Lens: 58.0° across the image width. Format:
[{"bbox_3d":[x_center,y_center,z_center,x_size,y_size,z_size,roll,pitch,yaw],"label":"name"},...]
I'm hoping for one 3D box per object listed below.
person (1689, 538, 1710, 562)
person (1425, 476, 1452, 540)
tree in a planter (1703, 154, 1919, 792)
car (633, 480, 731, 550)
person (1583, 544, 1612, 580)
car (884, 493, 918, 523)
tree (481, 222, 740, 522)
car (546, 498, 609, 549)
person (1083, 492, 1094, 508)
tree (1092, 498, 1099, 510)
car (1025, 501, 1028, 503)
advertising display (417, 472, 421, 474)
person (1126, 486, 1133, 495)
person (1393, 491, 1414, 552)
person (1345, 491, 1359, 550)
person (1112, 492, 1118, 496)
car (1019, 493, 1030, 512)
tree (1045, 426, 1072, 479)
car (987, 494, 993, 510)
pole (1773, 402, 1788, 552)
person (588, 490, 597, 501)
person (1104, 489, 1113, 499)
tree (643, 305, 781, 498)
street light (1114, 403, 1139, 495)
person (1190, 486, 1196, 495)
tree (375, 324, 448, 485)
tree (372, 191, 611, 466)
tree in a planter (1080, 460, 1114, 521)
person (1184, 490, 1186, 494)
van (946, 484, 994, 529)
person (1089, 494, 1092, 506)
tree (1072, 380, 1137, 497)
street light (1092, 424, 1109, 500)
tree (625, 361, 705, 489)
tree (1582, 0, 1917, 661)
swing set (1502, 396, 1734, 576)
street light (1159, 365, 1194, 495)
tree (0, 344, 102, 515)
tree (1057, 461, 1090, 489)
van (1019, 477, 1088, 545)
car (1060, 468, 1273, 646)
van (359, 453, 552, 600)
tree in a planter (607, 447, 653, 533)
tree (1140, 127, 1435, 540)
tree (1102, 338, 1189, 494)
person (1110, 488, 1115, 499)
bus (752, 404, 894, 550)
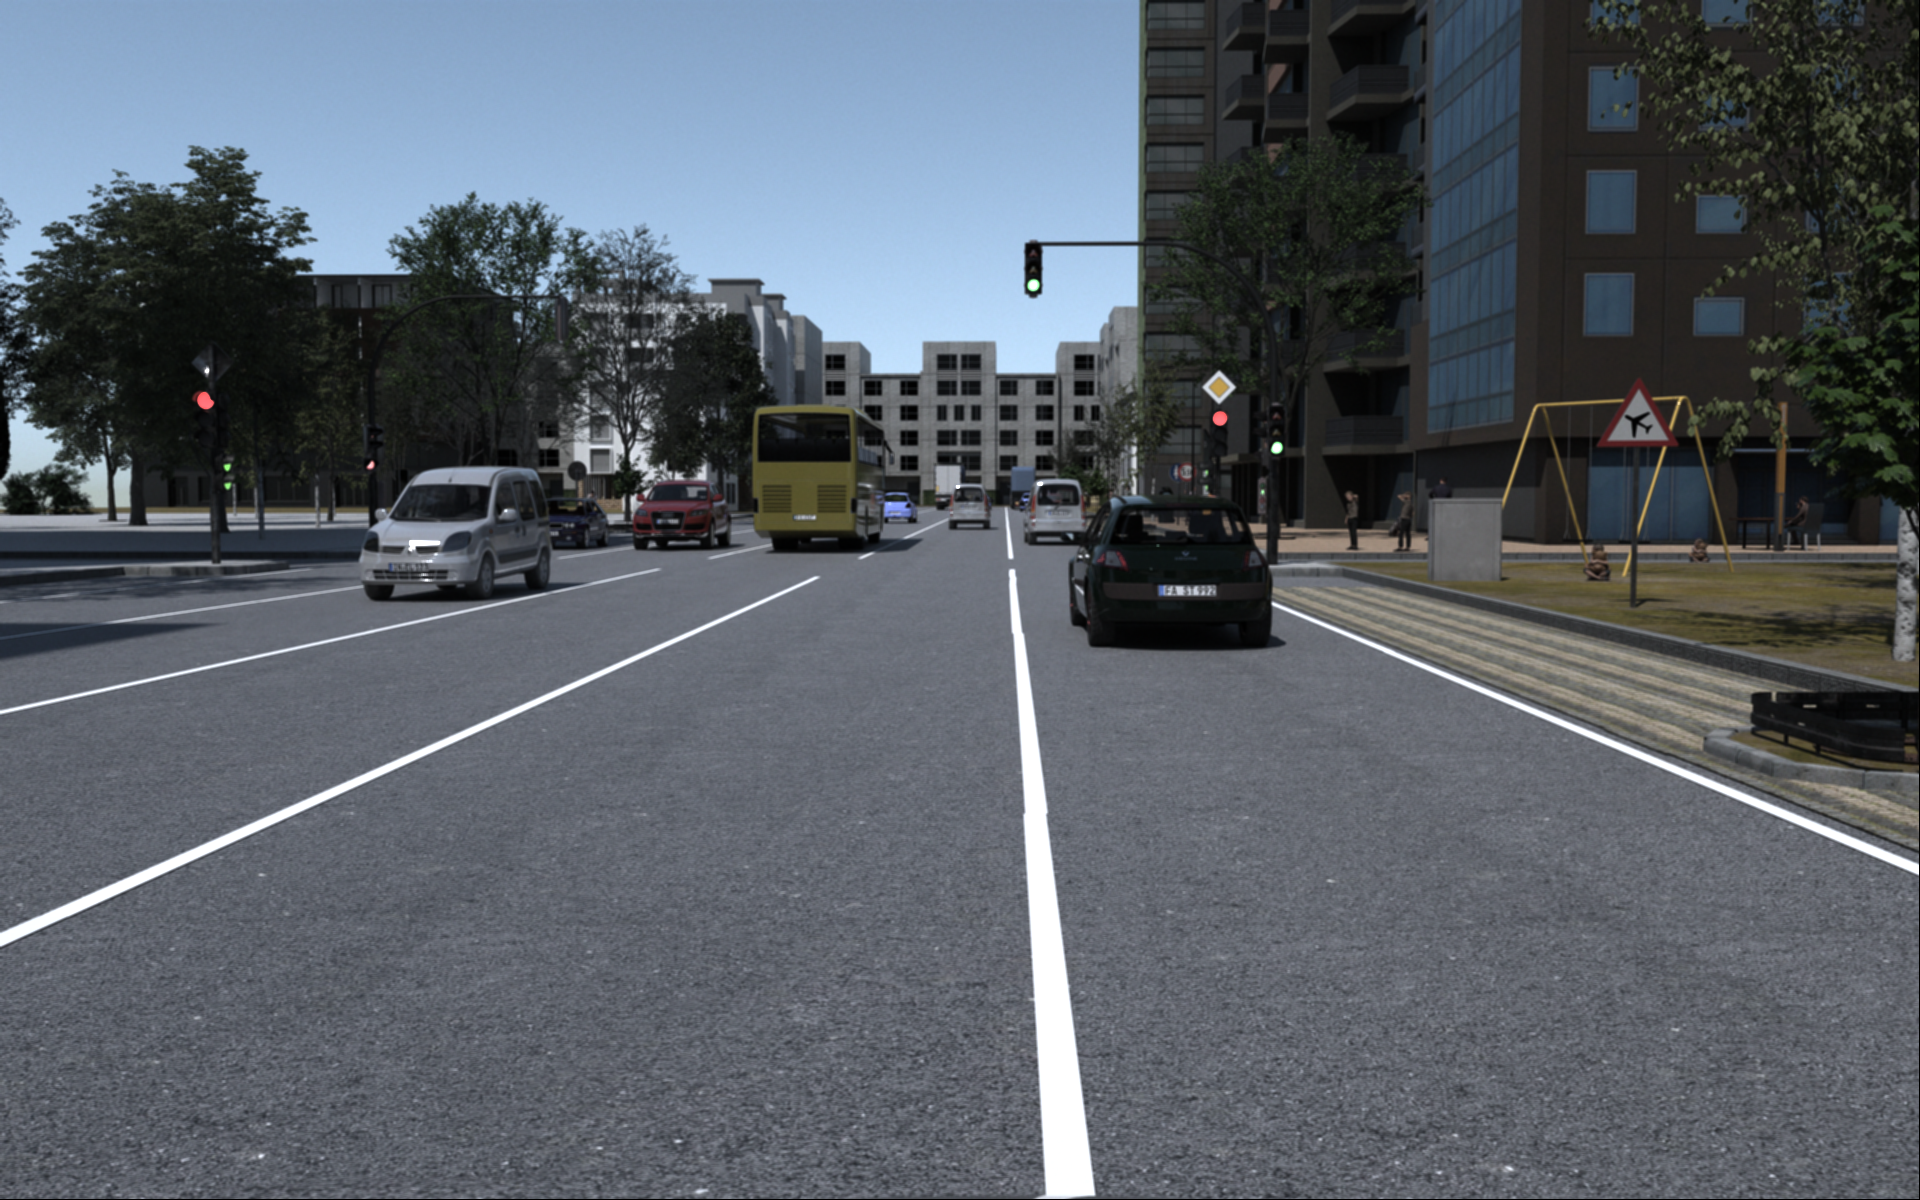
[{"bbox_3d":[14.917,-0.979,34.978,0.381,0.543,0.357,0,4,4],"label":"person"},{"bbox_3d":[13.219,-2.531,47.879,0.683,1.767,0.568,0,4,4],"label":"person"},{"bbox_3d":[5.087,-0.724,9.059,1.991,3.239,1.994,0,4,1],"label":"tree in a planter"},{"bbox_3d":[-7.368,-2.298,46.243,2.281,1.827,5.304,0,3,0],"label":"car"},{"bbox_3d":[9.460,-0.561,25.685,0.381,0.543,0.357,2,4,25],"label":"person"},{"bbox_3d":[-3.077,-4.686,86.207,1.945,1.707,3.694,0,4,3],"label":"car"},{"bbox_3d":[-15.108,-10.286,78.548,12.009,13.543,11.850,0,3,0],"label":"tree"},{"bbox_3d":[-10.518,-2.050,46.101,1.945,1.354,3.894,0,3,0],"label":"car"},{"bbox_3d":[11.756,-9.305,158.914,1.217,1.736,0.721,-2,4,-33],"label":"person"},{"bbox_3d":[11.239,-8.826,138.898,1.663,3.219,1.824,0,3,0],"label":"tree"},{"bbox_3d":[4.221,-4.609,84.398,2.155,1.783,4.494,0,4,1],"label":"car"},{"bbox_3d":[-15.206,-2.717,49.632,0.974,1.923,0.123,3,4,37],"label":"advertising display"},{"bbox_3d":[9.617,-5.604,98.391,0.376,1.734,0.841,0,4,4],"label":"person"},{"bbox_3d":[9.888,-1.751,38.585,0.340,1.345,0.435,3,4,36],"label":"person"},{"bbox_3d":[9.008,-1.824,39.771,0.340,1.345,0.435,-3,5,-41],"label":"person"},{"bbox_3d":[13.397,-8.791,149.790,0.705,1.822,1.348,-2,4,-27],"label":"person"},{"bbox_3d":[5.764,-8.097,141.983,1.945,1.707,3.694,0,4,2],"label":"car"},{"bbox_3d":[11.553,-14.223,182.907,4.360,8.622,3.978,0,3,0],"label":"tree"},{"bbox_3d":[2.001,-9.113,158.591,1.945,1.707,3.694,0,4,2],"label":"car"},{"bbox_3d":[18.267,-2.735,38.557,0.158,3.312,0.155,0,3,0],"label":"pole"},{"bbox_3d":[-15.209,-3.804,71.419,0.799,1.438,0.628,3,4,36],"label":"person"},{"bbox_3d":[12.528,-8.457,145.031,1.217,1.736,0.721,3,5,40],"label":"person"},{"bbox_3d":[-14.685,-11.517,105.313,9.611,12.733,9.660,0,3,0],"label":"tree"},{"bbox_3d":[8.510,-7.073,88.182,1.470,5.913,1.316,0,4,1],"label":"street light"},{"bbox_3d":[12.605,-5.276,93.244,0.436,1.711,0.756,0,4,3],"label":"person"},{"bbox_3d":[-23.711,-7.513,73.200,4.360,8.622,3.978,0,3,0],"label":"tree"},{"bbox_3d":[-15.897,-8.126,58.621,9.928,11.665,9.643,0,3,0],"label":"tree"},{"bbox_3d":[7.205,-5.742,91.105,1.991,3.239,1.994,0,4,1],"label":"tree in a planter"},{"bbox_3d":[10.622,-4.445,81.415,0.600,1.496,0.574,2,4,29],"label":"person"},{"bbox_3d":[0.409,-3.943,71.478,2.013,2.044,4.112,0,4,2],"label":"van"},{"bbox_3d":[13.589,-10.786,182.911,0.721,1.766,1.217,3,5,40],"label":"person"},{"bbox_3d":[9.742,-9.801,110.605,4.360,8.622,3.978,0,3,0],"label":"tree"},{"bbox_3d":[9.260,-8.672,114.330,1.470,5.913,1.316,0,4,1],"label":"street light"},{"bbox_3d":[-15.612,-8.704,92.670,4.360,8.622,3.978,0,3,0],"label":"tree"},{"bbox_3d":[7.250,-3.853,13.353,4.737,8.622,4.395,0,3,0],"label":"tree"},{"bbox_3d":[10.737,-1.921,29.025,2.862,2.851,3.119,-2,4,-32],"label":"swing set"},{"bbox_3d":[7.873,-5.505,62.551,1.470,5.913,1.316,0,4,1],"label":"street light"},{"bbox_3d":[-62.733,-12.369,104.047,13.155,14.587,18.604,3,5,40],"label":"tree"},{"bbox_3d":[11.329,-11.595,173.295,4.285,4.588,4.351,0,3,0],"label":"tree"},{"bbox_3d":[2.721,-2.625,49.933,2.013,2.044,4.112,0,4,0],"label":"van"},{"bbox_3d":[2.058,-0.482,17.674,2.009,1.686,4.222,0,4,0],"label":"car"},{"bbox_3d":[-7.158,-1.089,24.822,2.013,2.044,4.112,0,4,3],"label":"van"},{"bbox_3d":[-12.523,-4.153,65.125,1.991,3.239,1.994,0,4,1],"label":"tree in a planter"},{"bbox_3d":[9.129,-7.541,49.052,9.928,11.665,9.643,0,3,0],"label":"tree"},{"bbox_3d":[9.070,-8.054,82.040,4.737,8.622,4.395,0,3,0],"label":"tree"},{"bbox_3d":[11.443,-7.478,129.102,0.721,1.735,1.217,2,4,27],"label":"person"},{"bbox_3d":[-3.605,-3.425,47.551,2.896,3.916,12.252,0,4,1],"label":"bus"}]
